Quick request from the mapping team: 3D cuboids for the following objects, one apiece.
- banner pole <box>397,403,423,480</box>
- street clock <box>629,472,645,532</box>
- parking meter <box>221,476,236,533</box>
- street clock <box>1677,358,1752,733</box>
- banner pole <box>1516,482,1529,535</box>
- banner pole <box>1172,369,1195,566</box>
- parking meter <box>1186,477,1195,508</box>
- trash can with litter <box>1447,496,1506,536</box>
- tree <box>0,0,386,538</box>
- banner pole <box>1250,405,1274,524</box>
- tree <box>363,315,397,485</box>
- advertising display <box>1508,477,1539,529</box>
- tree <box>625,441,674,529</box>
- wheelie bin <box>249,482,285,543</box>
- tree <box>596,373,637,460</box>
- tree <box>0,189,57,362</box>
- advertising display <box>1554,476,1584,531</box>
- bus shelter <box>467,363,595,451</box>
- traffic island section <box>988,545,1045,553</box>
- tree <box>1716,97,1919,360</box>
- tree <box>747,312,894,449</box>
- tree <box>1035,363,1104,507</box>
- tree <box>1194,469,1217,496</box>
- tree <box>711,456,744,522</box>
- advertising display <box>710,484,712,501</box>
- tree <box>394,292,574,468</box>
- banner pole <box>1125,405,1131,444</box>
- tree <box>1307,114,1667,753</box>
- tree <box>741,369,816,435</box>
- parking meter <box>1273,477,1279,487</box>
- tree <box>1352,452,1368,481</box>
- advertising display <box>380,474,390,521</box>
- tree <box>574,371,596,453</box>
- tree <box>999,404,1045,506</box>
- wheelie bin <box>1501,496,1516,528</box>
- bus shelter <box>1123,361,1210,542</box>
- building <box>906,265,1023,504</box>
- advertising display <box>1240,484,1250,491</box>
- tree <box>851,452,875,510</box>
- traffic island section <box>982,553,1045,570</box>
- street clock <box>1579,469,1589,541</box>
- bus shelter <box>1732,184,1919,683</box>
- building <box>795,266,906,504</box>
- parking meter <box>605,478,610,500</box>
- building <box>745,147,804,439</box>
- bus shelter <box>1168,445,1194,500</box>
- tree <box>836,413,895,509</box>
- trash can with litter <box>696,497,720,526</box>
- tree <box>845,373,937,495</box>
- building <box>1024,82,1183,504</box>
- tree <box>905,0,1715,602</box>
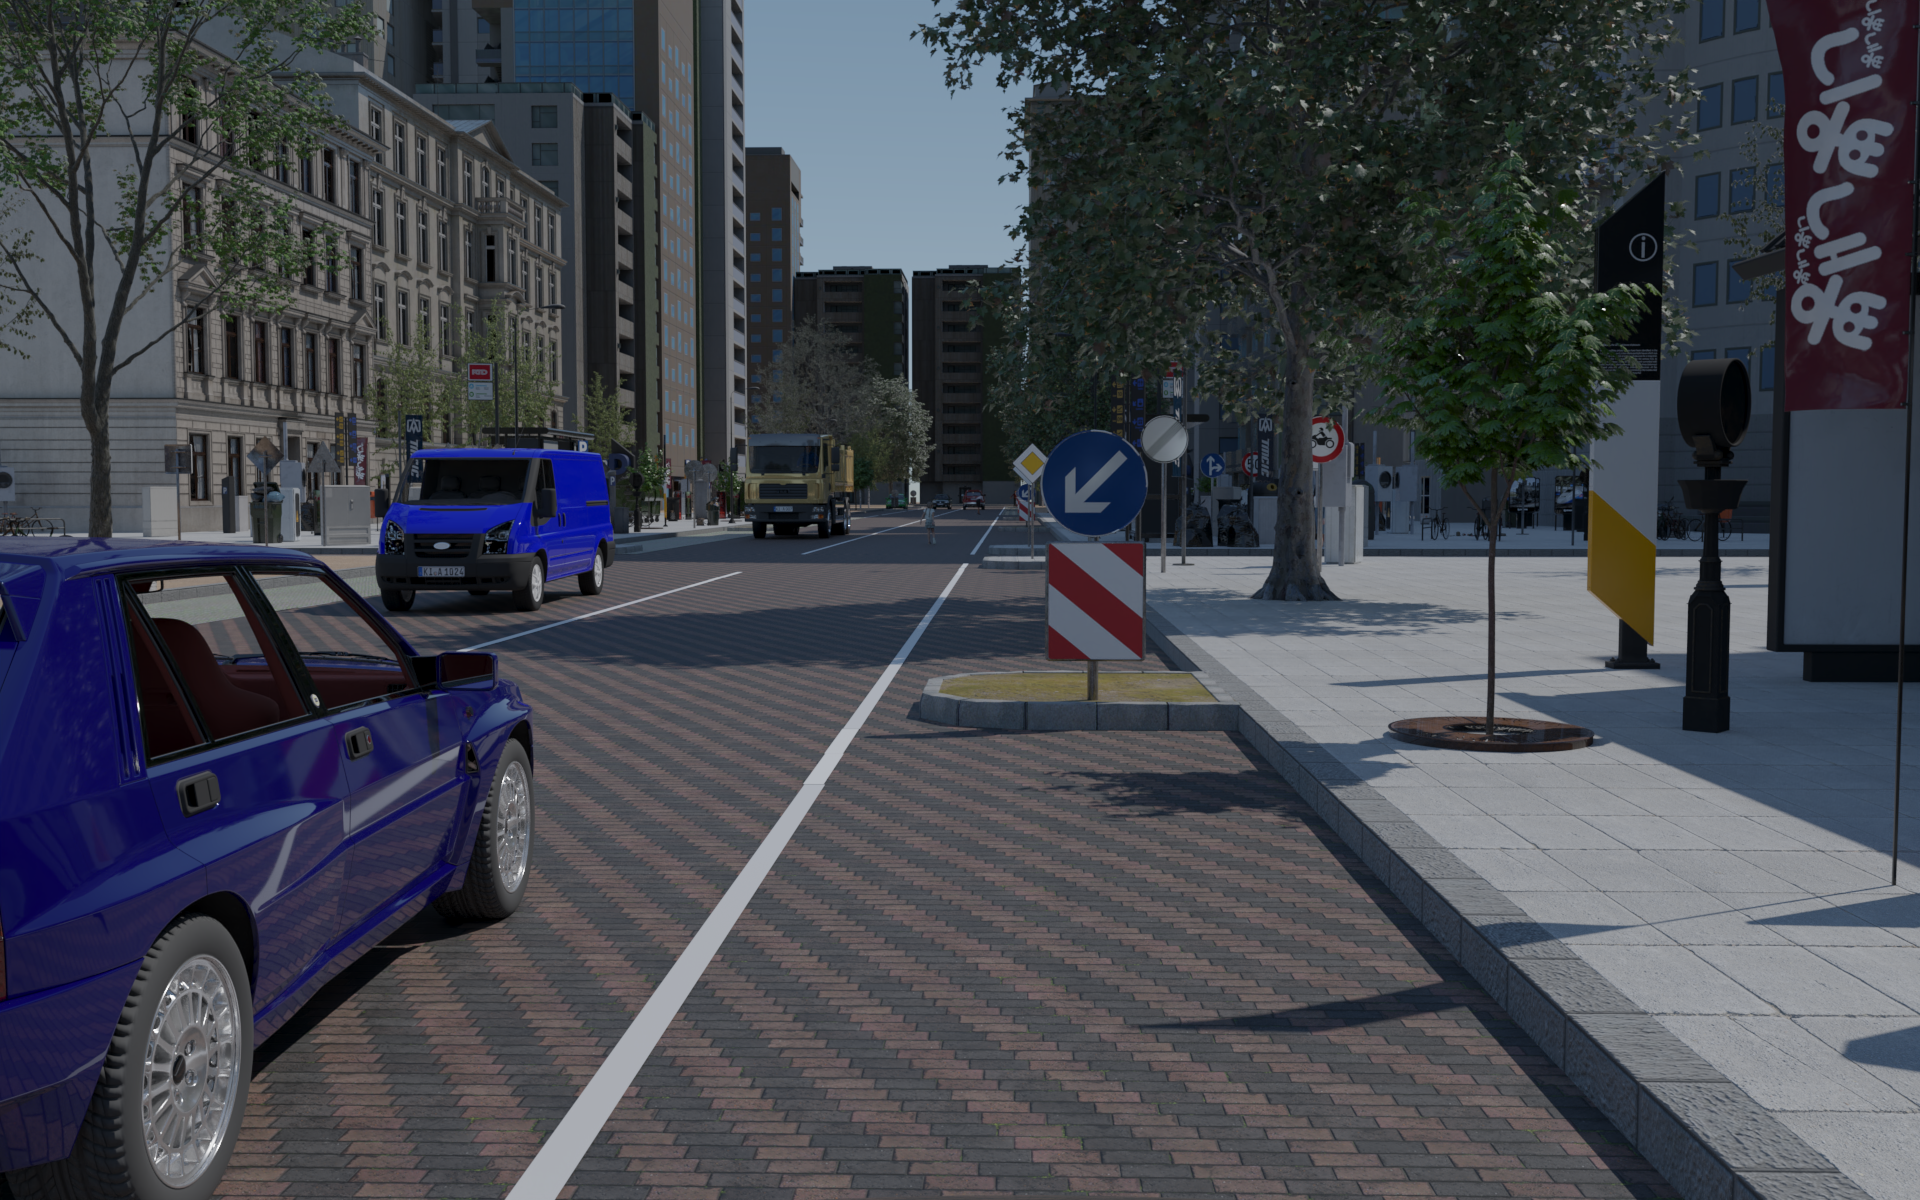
[{"bbox_3d":[-15.277,-3.547,48.013,0.863,3.779,0.401,-2,4,-31],"label":"banner pole"},{"bbox_3d":[-10.838,-3.275,58.110,0.471,2.002,0.358,1,4,10],"label":"street clock"},{"bbox_3d":[-23.876,-3.108,56.529,0.399,1.863,0.255,2,4,32],"label":"parking meter"},{"bbox_3d":[4.052,-0.292,9.346,0.358,2.002,0.471,3,5,43],"label":"street clock"},{"bbox_3d":[17.752,-3.943,54.478,0.401,3.779,0.863,1,4,12],"label":"banner pole"},{"bbox_3d":[3.920,-2.498,30.854,0.401,3.779,0.863,2,4,27],"label":"banner pole"},{"bbox_3d":[7.639,-3.203,58.086,0.399,1.863,0.255,3,5,40],"label":"parking meter"},{"bbox_3d":[15.777,-2.559,52.899,2.233,1.210,1.678,-1,4,-14],"label":"trash can with litter"},{"bbox_3d":[-11.929,-5.999,23.837,9.928,11.665,9.643,0,3,0],"label":"tree"},{"bbox_3d":[8.184,-3.503,47.287,0.863,3.779,0.401,-1,4,-11],"label":"banner pole"},{"bbox_3d":[-21.905,-7.248,68.872,4.737,8.622,4.395,0,3,0],"label":"tree"},{"bbox_3d":[20.786,-3.599,64.062,0.974,1.923,0.123,0,4,5],"label":"advertising display"},{"bbox_3d":[-11.556,-4.221,63.608,1.663,3.219,1.824,0,3,0],"label":"tree"},{"bbox_3d":[-18.033,-2.272,45.063,0.980,1.594,0.693,0,4,4],"label":"wheelie bin"},{"bbox_3d":[-21.094,-9.365,103.485,4.737,8.622,4.395,0,3,0],"label":"tree"},{"bbox_3d":[-18.807,-4.943,31.186,4.360,8.622,3.978,0,3,0],"label":"tree"},{"bbox_3d":[21.252,-3.377,60.434,0.974,1.923,0.123,1,4,14],"label":"advertising display"},{"bbox_3d":[-13.870,-4.771,55.643,2.179,5.291,8.768,0,4,2],"label":"bus shelter"},{"bbox_3d":[1.699,-1.220,42.227,2.009,0.180,2.903,0,4,2],"label":"traffic island section"},{"bbox_3d":[15.144,-4.868,29.955,4.360,8.622,3.978,0,3,0],"label":"tree"},{"bbox_3d":[-9.323,-12.631,116.885,12.009,13.543,11.850,0,3,0],"label":"tree"},{"bbox_3d":[5.514,-8.494,89.238,4.737,8.622,4.395,0,3,0],"label":"tree"},{"bbox_3d":[15.660,-7.001,109.074,1.663,3.219,1.824,0,3,0],"label":"tree"},{"bbox_3d":[-10.643,-5.287,81.040,1.663,3.219,1.824,0,3,0],"label":"tree"},{"bbox_3d":[-15.552,-6.270,107.734,0.123,1.923,0.974,0,4,1],"label":"advertising display"},{"bbox_3d":[-17.457,-6.944,63.890,4.737,8.622,4.395,0,3,0],"label":"tree"},{"bbox_3d":[4.167,-3.223,42.709,0.863,3.779,0.401,-1,4,-9],"label":"banner pole"},{"bbox_3d":[2.807,-0.873,8.870,1.663,3.219,1.824,0,3,0],"label":"tree"},{"bbox_3d":[-10.439,-9.270,101.920,4.360,8.622,3.978,0,3,0],"label":"tree"},{"bbox_3d":[10.029,-3.051,55.603,0.255,1.863,0.399,-3,4,-36],"label":"parking meter"},{"bbox_3d":[21.804,-7.120,100.123,4.285,4.588,4.351,0,3,0],"label":"tree"},{"bbox_3d":[-18.347,-3.063,55.291,0.123,1.923,0.974,-2,4,-27],"label":"advertising display"},{"bbox_3d":[-19.433,-7.696,76.198,4.737,8.622,4.395,0,3,0],"label":"tree"},{"bbox_3d":[8.882,-17.065,185.675,9.857,13.997,8.962,0,3,0],"label":"tree"},{"bbox_3d":[21.034,-3.557,66.058,0.693,1.594,0.980,0,4,3],"label":"wheelie bin"},{"bbox_3d":[5.623,-4.397,49.525,2.179,5.291,8.768,0,4,2],"label":"bus shelter"},{"bbox_3d":[0.939,-27.496,221.263,14.107,30.474,14.160,0,4,2],"label":"building"},{"bbox_3d":[18.274,-6.436,110.443,0.974,1.923,0.123,3,5,44],"label":"advertising display"},{"bbox_3d":[-8.148,-9.321,136.114,4.285,4.588,4.351,0,3,0],"label":"tree"},{"bbox_3d":[1.451,-0.732,34.246,2.009,0.180,2.903,0,4,2],"label":"traffic island section"},{"bbox_3d":[17.228,-2.626,47.502,0.471,2.002,0.358,2,4,25],"label":"street clock"},{"bbox_3d":[6.263,-0.938,9.252,2.014,3.302,5.546,0,4,2],"label":"bus shelter"},{"bbox_3d":[-13.801,-27.567,222.413,14.107,30.474,14.160,0,4,2],"label":"building"},{"bbox_3d":[-11.350,-3.015,55.010,0.255,1.863,0.399,3,5,44],"label":"parking meter"},{"bbox_3d":[-27.932,-35.033,222.895,14.200,45.320,14.600,0,4,2],"label":"building"},{"bbox_3d":[7.344,-4.290,64.066,2.014,3.302,5.546,0,4,2],"label":"bus shelter"},{"bbox_3d":[-8.827,-12.356,152.384,4.737,8.622,4.395,0,3,0],"label":"tree"},{"bbox_3d":[-10.251,-3.593,70.133,1.055,1.170,0.624,0,4,4],"label":"trash can with litter"},{"bbox_3d":[-7.332,-16.778,180.979,9.857,13.997,8.962,0,3,0],"label":"tree"},{"bbox_3d":[22.118,-39.056,227.802,27.495,52.752,28.713,0,4,2],"label":"building"},{"bbox_3d":[4.156,-6.339,20.656,9.611,12.733,9.660,0,3,0],"label":"tree"}]
